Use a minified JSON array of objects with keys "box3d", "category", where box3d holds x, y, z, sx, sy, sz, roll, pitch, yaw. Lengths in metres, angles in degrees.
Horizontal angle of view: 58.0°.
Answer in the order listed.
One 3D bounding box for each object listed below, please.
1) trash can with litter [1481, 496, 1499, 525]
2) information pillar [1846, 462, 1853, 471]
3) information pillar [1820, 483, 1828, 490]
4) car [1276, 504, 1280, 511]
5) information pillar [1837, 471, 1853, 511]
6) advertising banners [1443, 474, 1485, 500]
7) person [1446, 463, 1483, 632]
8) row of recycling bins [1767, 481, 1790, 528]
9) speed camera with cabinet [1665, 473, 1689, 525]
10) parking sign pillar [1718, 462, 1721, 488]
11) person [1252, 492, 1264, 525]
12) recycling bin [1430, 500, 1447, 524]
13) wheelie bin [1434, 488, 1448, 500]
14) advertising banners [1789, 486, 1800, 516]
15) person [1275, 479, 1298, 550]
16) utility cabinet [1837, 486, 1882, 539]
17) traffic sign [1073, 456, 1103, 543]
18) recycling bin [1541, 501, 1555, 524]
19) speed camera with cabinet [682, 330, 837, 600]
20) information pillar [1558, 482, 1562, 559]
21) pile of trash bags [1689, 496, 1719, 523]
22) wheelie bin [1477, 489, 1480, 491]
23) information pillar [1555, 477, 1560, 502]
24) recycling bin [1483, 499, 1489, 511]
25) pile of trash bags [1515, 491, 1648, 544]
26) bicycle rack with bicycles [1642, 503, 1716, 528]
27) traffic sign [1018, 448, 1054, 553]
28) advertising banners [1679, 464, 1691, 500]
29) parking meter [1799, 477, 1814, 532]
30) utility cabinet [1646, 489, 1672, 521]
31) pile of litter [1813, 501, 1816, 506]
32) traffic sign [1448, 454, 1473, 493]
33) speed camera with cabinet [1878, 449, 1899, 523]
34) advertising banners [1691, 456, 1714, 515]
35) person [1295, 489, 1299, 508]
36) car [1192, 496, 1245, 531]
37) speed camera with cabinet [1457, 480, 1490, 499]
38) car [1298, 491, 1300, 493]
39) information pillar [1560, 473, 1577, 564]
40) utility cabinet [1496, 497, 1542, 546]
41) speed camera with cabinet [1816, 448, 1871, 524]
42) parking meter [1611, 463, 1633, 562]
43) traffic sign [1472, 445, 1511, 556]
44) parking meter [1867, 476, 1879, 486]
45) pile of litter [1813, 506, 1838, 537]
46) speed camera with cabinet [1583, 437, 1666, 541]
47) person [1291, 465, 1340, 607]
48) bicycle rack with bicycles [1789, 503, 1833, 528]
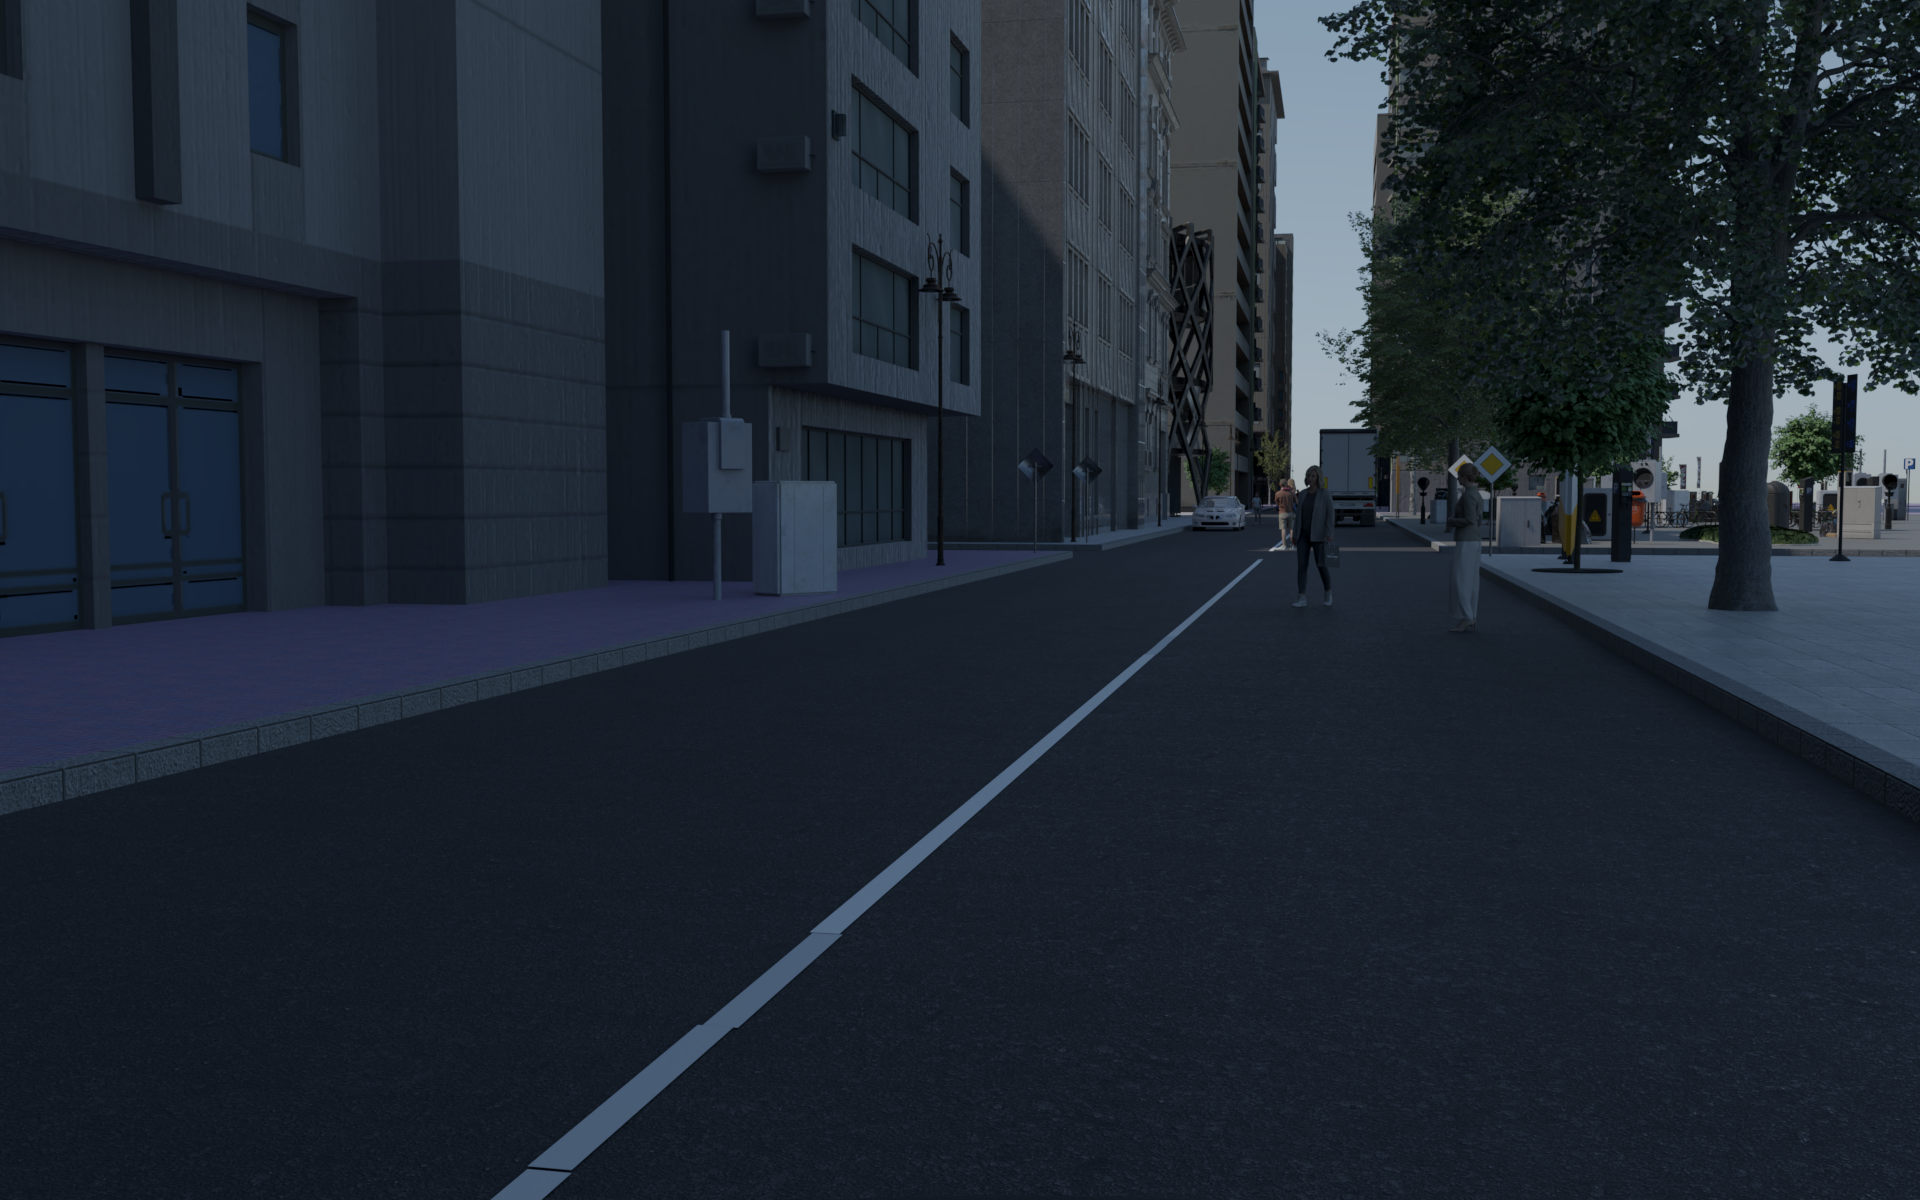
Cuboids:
[{"box3d":[21.777,-3.716,71.822,2.233,1.210,1.678,1,4,12],"category":"trash can with litter"},{"box3d":[41.498,-5.484,81.019,0.504,3.616,0.183,0,4,5],"category":"information pillar"},{"box3d":[55.486,-6.531,111.274,0.304,2.012,0.304,-2,4,-28],"category":"information pillar"},{"box3d":[28.037,-8.492,148.436,1.945,1.707,3.694,1,4,14],"category":"car"},{"box3d":[28.442,-3.131,55.685,0.304,2.012,0.304,-1,4,-15],"category":"information pillar"},{"box3d":[22.182,-4.872,75.848,2.074,3.025,0.090,0,4,-2],"category":"advertising banners"},{"box3d":[5.279,-0.558,18.165,0.362,1.759,0.519,2,4,29],"category":"person"},{"box3d":[26.310,-3.057,57.099,1.069,1.692,3.534,0,4,5],"category":"row of recycling bins"},{"box3d":[29.664,-4.787,72.599,2.038,3.252,0.660,-2,4,-28],"category":"speed camera with cabinet"},{"box3d":[44.838,-6.865,100.709,1.447,3.967,1.447,-3,5,-41],"category":"parking sign pillar"},{"box3d":[14.009,-4.302,81.429,0.503,1.515,0.523,-3,4,-36],"category":"person"},{"box3d":[20.929,-3.843,75.385,0.722,1.027,0.722,0,4,-6],"category":"recycling bin"},{"box3d":[24.950,-4.998,89.627,0.980,1.594,0.693,2,4,34],"category":"wheelie bin"},{"box3d":[40.496,-5.416,84.732,0.090,3.025,2.074,-2,4,-32],"category":"advertising banners"},{"box3d":[8.409,-2.196,44.384,0.573,1.828,0.580,3,5,42],"category":"person"},{"box3d":[25.756,-2.504,49.619,0.318,1.500,1.173,-2,4,-26],"category":"utility cabinet"},{"box3d":[3.338,-2.555,45.420,0.795,2.450,0.064,1,4,12],"category":"traffic sign"},{"box3d":[21.091,-3.068,62.722,0.722,1.027,0.722,-3,5,-44],"category":"recycling bin"},{"box3d":[-2.487,-1.672,21.670,2.038,3.252,0.660,-3,5,-45],"category":"speed camera with cabinet"},{"box3d":[11.880,-2.608,33.990,0.183,3.616,0.504,0,4,6],"category":"information pillar"},{"box3d":[37.960,-4.705,86.672,3.447,1.369,1.912,2,4,23],"category":"pile of trash bags"},{"box3d":[33.972,-6.521,114.521,0.980,1.594,0.693,0,4,6],"category":"wheelie bin"},{"box3d":[25.735,-4.269,74.290,0.304,2.012,0.304,3,5,44],"category":"information pillar"},{"box3d":[27.086,-4.661,88.757,0.722,1.027,0.722,0,4,3],"category":"recycling bin"},{"box3d":[15.961,-2.147,44.859,3.447,1.369,1.912,2,4,24],"category":"pile of trash bags"},{"box3d":[27.488,-3.217,65.981,2.852,0.926,2.925,-2,4,-27],"category":"bicycle rack with bicycles"},{"box3d":[1.638,-2.078,37.617,0.795,2.450,0.064,1,4,12],"category":"traffic sign"},{"box3d":[42.914,-6.428,101.283,2.074,3.025,0.090,-1,4,-12],"category":"advertising banners"},{"box3d":[28.552,-3.226,58.450,0.399,1.863,0.255,-1,4,-9],"category":"parking meter"},{"box3d":[33.126,-4.489,82.080,0.318,1.500,1.173,-2,4,-32],"category":"utility cabinet"},{"box3d":[53.336,-5.718,107.450,1.719,0.858,1.176,-2,4,-27],"category":"pile of litter"},{"box3d":[12.611,-2.431,43.386,0.795,2.450,0.064,1,4,12],"category":"traffic sign"},{"box3d":[40.373,-5.009,76.231,2.038,3.252,0.660,-2,4,-25],"category":"speed camera with cabinet"},{"box3d":[34.980,-5.210,81.372,0.090,3.025,2.074,3,5,45],"category":"advertising banners"},{"box3d":[27.314,-8.057,140.169,1.348,1.831,0.705,1,4,19],"category":"person"},{"box3d":[10.290,-3.445,68.693,2.083,1.381,4.827,1,4,13],"category":"car"},{"box3d":[27.464,-6.014,92.662,2.038,3.252,0.660,1,4,16],"category":"speed camera with cabinet"},{"box3d":[40.305,-11.852,202.447,2.281,1.827,5.304,1,4,11],"category":"car"},{"box3d":[11.261,-2.468,31.712,0.183,3.616,0.504,3,5,40],"category":"information pillar"},{"box3d":[13.806,-1.934,42.787,1.020,1.237,0.306,0,4,0],"category":"utility cabinet"},{"box3d":[38.290,-4.936,75.039,2.038,3.252,0.660,1,4,13],"category":"speed camera with cabinet"},{"box3d":[12.493,-1.650,32.683,0.255,1.863,0.399,0,4,-3],"category":"parking meter"},{"box3d":[10.911,-1.954,35.583,0.795,2.450,0.064,1,4,12],"category":"traffic sign"},{"box3d":[29.868,-3.118,56.698,0.255,1.863,0.399,0,4,5],"category":"parking meter"},{"box3d":[26.649,-2.331,52.085,1.719,0.858,1.176,0,4,4],"category":"pile of litter"},{"box3d":[18.074,-3.248,47.433,2.038,3.252,0.660,3,4,38],"category":"speed camera with cabinet"},{"box3d":[4.578,-0.819,22.066,0.709,1.800,0.728,3,5,43],"category":"person"},{"box3d":[35.135,-3.601,72.263,2.852,0.926,2.925,1,4,22],"category":"bicycle rack with bicycles"}]
